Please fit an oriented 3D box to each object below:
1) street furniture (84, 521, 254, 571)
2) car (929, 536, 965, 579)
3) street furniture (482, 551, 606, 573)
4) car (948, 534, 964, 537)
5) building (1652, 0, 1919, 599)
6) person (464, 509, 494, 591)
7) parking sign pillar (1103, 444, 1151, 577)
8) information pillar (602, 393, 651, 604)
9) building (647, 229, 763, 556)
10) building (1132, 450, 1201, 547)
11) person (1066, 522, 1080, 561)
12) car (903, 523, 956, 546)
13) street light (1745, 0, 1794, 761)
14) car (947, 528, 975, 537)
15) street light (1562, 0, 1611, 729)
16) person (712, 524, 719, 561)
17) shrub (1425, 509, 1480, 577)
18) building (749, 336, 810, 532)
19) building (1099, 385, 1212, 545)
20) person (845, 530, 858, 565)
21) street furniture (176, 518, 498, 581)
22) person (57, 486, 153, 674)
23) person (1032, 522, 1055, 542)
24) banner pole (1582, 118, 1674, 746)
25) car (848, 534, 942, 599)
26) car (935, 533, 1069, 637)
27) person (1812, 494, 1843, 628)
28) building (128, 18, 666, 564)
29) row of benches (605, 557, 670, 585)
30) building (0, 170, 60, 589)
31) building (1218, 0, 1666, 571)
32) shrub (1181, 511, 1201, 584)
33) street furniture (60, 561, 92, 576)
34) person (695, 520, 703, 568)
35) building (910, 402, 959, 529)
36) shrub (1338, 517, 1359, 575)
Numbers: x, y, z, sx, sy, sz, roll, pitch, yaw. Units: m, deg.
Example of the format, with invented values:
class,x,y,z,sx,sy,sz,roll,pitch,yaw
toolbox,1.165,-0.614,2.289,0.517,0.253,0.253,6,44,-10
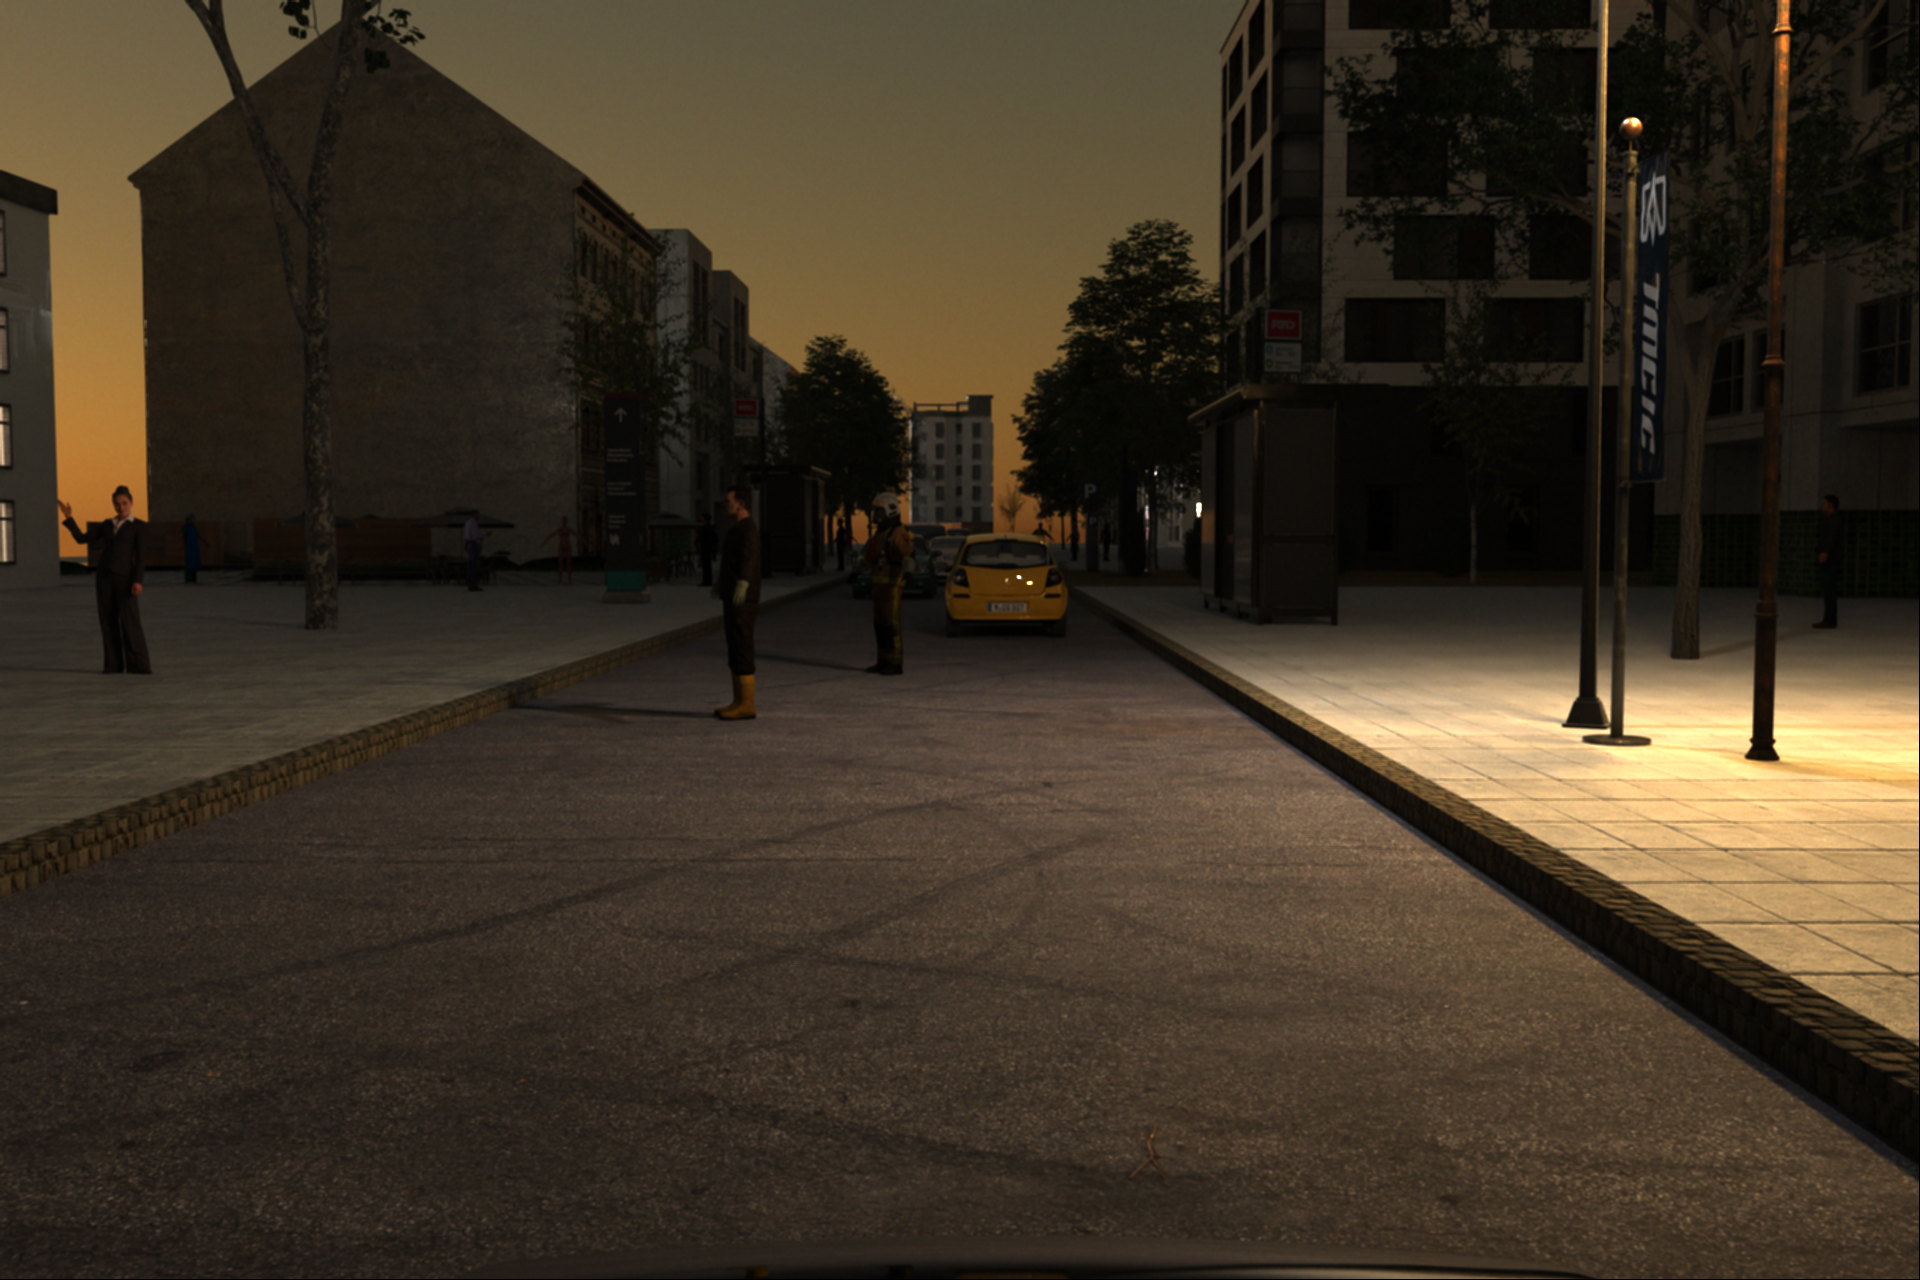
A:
class,x,y,z,sx,sy,sz,roll,pitch,yaw
street furniture,-27.492,-3.465,63.514,9.812,1.723,11.010,-1,4,-13
car,-0.145,-2.264,49.373,2.083,1.381,4.827,0,4,1
street furniture,-14.943,-2.820,61.735,5.734,0.657,10.072,0,4,-4
car,-0.380,-5.354,97.318,2.009,1.686,4.222,0,4,1
building,25.444,-9.806,26.782,16.747,18.905,31.486,0,4,1
person,-10.844,-2.027,39.059,0.599,1.838,0.709,-3,4,-36
parking sign pillar,5.045,-3.901,52.255,1.447,3.967,1.447,0,3,0
information pillar,-6.199,-2.613,32.104,0.750,3.857,0.750,0,3,0
building,-23.732,-15.297,116.571,16.747,18.905,31.486,0,4,1
building,22.312,-14.613,181.074,9.099,9.664,28.070,0,4,1
person,5.372,-4.641,81.735,0.705,1.847,1.347,-1,4,-22
car,-1.275,-3.199,60.975,2.281,1.827,5.304,0,4,0
street light,4.572,-2.257,9.691,0.468,5.910,1.993,0,4,1
car,-0.136,-6.472,114.486,2.281,1.827,5.304,0,4,0
street light,4.724,-2.374,11.357,1.470,5.913,1.316,0,4,0
person,-11.482,-4.577,81.554,0.721,1.740,1.216,0,3,0
shrub,14.805,-2.915,52.081,1.690,2.028,1.600,0,3,0
building,-24.666,-20.468,165.587,19.493,23.208,18.063,0,4,1
building,26.455,-21.133,211.976,16.747,18.905,31.486,0,4,1
person,-4.620,-3.826,71.814,0.991,1.433,0.599,-2,4,-35
street furniture,-16.690,-2.636,49.949,11.010,1.723,9.812,-1,4,-21
person,-7.803,-0.548,15.806,0.742,1.727,0.445,-2,4,-27
person,3.745,-4.549,80.343,1.349,1.833,0.705,-1,4,-21
banner pole,4.034,-1.241,10.306,0.401,3.779,0.863,0,4,1
car,-1.464,-1.718,39.889,2.131,1.459,4.920,0,4,0
car,0.635,-0.931,25.446,2.015,1.641,3.980,0,4,0
person,11.839,-1.075,23.649,0.705,1.821,1.348,2,4,25
building,-25.345,-15.384,82.456,19.493,23.208,18.063,0,4,1
row of benches,-8.391,-1.828,45.357,1.422,0.672,4.104,0,4,5
building,-23.116,-5.282,28.503,9.099,9.664,28.070,0,4,1
building,24.950,-14.190,75.980,27.936,21.610,32.646,0,4,0
shrub,6.509,-2.482,44.624,1.661,2.075,1.752,0,3,0
street furniture,-30.405,-2.118,50.263,10.072,0.657,5.734,-3,5,-40
person,-9.891,-3.671,66.167,0.704,1.843,1.345,0,4,7
building,-6.598,-23.309,239.986,11.380,20.090,16.016,0,4,3
shrub,11.707,-3.052,54.321,1.690,2.028,1.600,0,3,0
